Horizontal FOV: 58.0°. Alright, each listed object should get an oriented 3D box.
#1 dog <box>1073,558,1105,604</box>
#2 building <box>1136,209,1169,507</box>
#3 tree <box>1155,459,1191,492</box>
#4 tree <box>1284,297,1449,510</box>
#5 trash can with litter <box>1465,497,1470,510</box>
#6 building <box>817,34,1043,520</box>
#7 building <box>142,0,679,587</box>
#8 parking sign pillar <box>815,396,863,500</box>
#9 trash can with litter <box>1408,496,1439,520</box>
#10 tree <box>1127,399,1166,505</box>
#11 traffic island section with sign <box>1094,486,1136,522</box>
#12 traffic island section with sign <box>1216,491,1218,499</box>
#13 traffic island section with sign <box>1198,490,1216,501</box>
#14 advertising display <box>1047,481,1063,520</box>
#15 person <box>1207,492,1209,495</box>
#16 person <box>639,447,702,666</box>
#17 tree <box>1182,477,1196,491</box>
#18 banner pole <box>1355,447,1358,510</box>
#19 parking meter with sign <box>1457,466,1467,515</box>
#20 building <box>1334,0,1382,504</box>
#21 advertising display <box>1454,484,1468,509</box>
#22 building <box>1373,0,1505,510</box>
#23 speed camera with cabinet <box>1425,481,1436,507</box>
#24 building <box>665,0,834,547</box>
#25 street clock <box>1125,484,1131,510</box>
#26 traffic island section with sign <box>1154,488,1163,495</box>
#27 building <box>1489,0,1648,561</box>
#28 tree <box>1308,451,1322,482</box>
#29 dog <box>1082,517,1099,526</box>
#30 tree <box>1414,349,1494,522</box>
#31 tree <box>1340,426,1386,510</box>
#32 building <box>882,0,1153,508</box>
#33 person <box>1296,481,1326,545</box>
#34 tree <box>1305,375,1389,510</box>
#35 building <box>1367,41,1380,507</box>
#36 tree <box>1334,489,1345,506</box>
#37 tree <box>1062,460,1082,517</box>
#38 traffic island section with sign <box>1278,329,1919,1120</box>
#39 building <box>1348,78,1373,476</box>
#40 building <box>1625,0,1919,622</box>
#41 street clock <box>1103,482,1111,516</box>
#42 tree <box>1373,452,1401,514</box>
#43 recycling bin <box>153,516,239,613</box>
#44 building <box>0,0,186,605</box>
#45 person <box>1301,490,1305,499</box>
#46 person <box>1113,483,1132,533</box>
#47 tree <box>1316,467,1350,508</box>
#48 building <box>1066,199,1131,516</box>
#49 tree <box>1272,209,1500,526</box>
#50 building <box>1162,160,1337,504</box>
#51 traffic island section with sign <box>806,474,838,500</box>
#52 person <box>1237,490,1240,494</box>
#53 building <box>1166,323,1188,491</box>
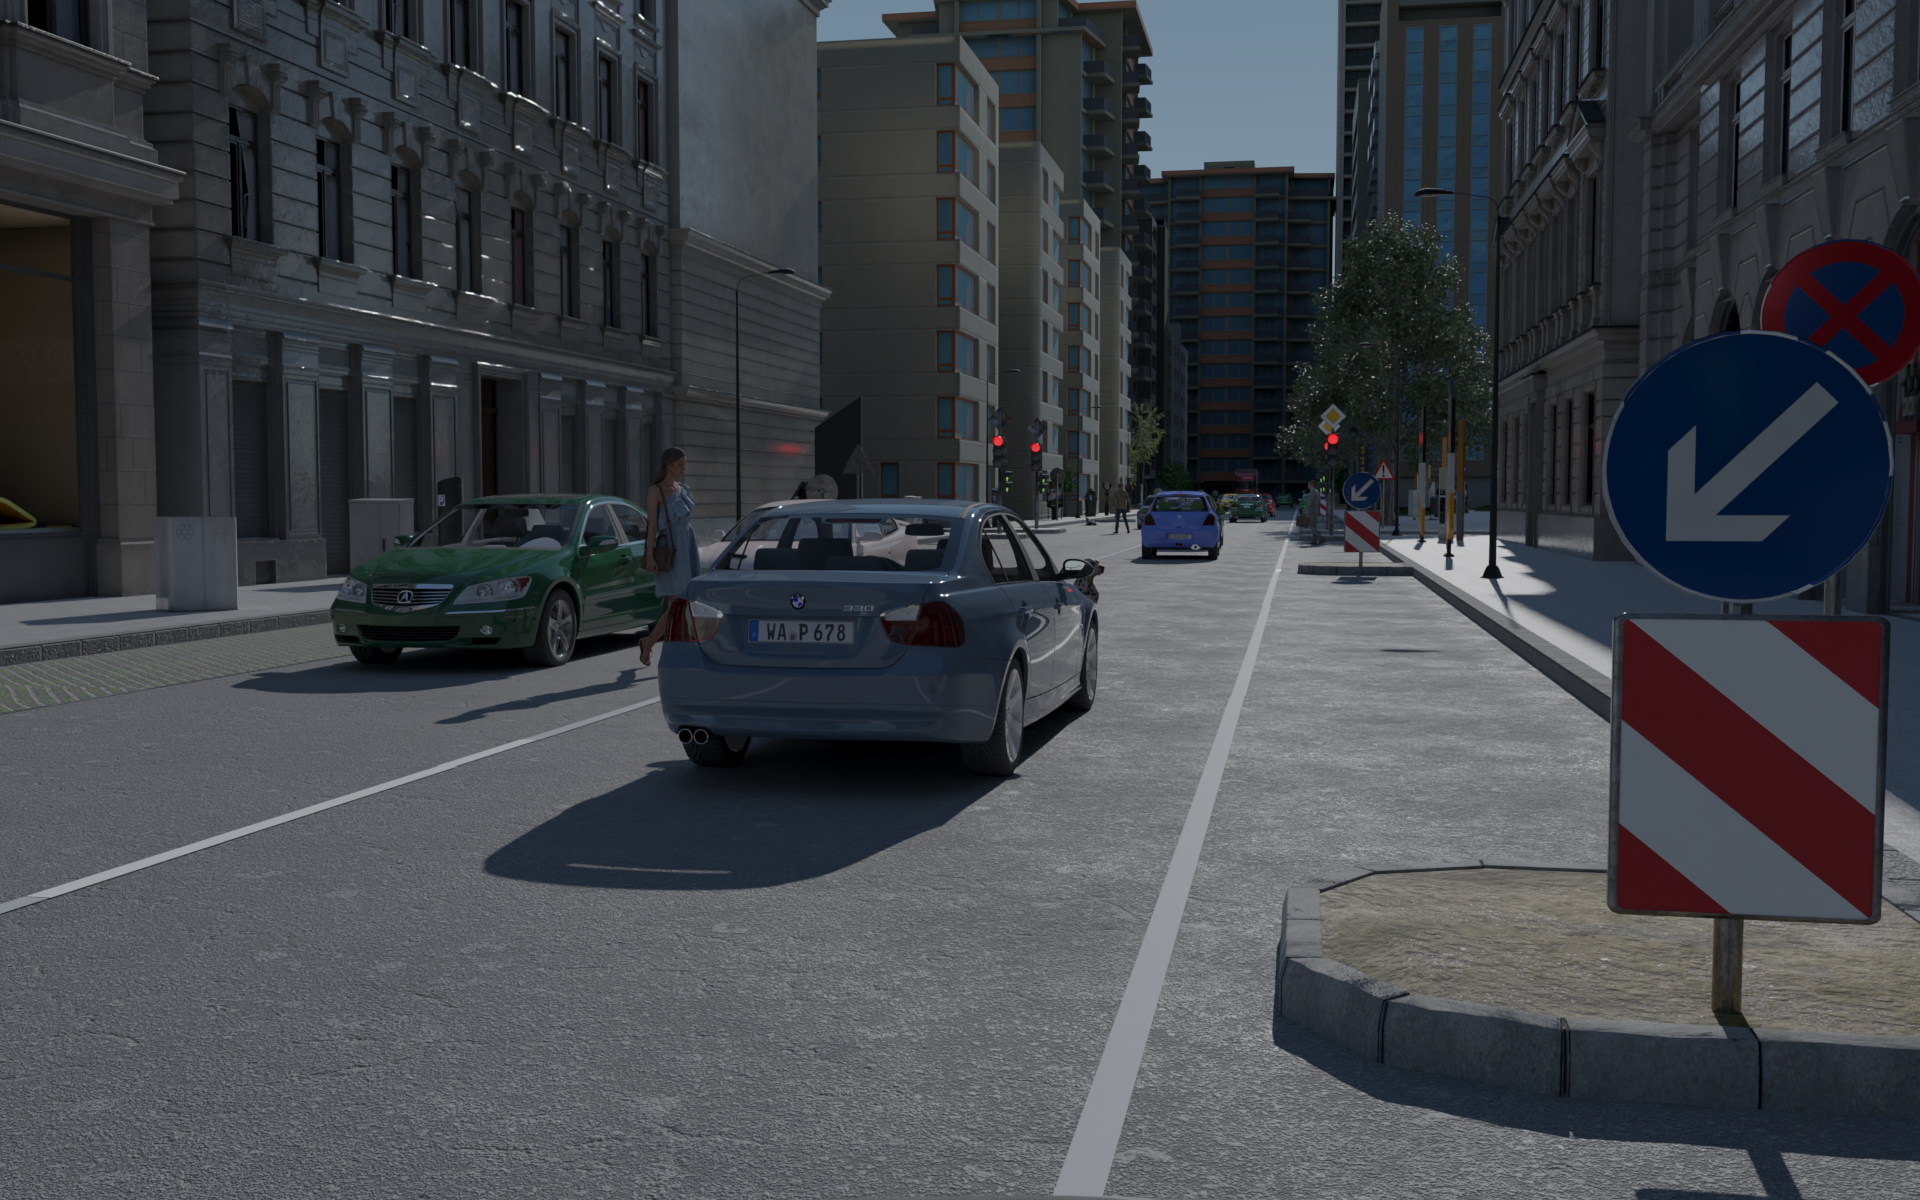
[{"bbox_3d":[1.179,-0.005,16.918,0.513,0.831,0.800,1,4,8],"label":"dog"},{"bbox_3d":[13.471,-24.691,175.396,14.160,30.474,14.107,1,4,11],"label":"building"},{"bbox_3d":[19.787,-10.815,160.538,4.285,4.588,4.351,0,3,0],"label":"tree"},{"bbox_3d":[23.512,-11.417,97.036,12.009,13.543,11.850,0,3,0],"label":"tree"},{"bbox_3d":[38.811,-7.424,132.766,0.624,1.170,1.055,1,4,8],"label":"trash can with litter"},{"bbox_3d":[-10.780,-14.509,82.262,27.650,21.520,28.899,1,4,11],"label":"building"},{"bbox_3d":[-12.976,-11.197,32.219,9.793,20.994,18.267,1,4,11],"label":"building"},{"bbox_3d":[-3.346,-3.627,47.767,1.447,3.967,1.447,0,4,0],"label":"parking sign pillar"},{"bbox_3d":[22.875,-4.512,84.832,2.233,1.210,1.678,0,4,-7],"label":"trash can with litter"},{"bbox_3d":[13.886,-11.245,134.223,4.360,8.622,3.978,0,3,0],"label":"tree"},{"bbox_3d":[7.924,-4.855,88.015,1.989,1.847,2.006,1,4,11],"label":"traffic island section with sign"},{"bbox_3d":[28.068,-11.097,190.059,1.989,1.847,2.006,1,4,11],"label":"traffic island section with sign"},{"bbox_3d":[22.860,-9.479,163.610,1.989,1.847,2.006,1,4,11],"label":"traffic island section with sign"},{"bbox_3d":[4.761,-4.994,86.869,0.974,1.923,0.123,3,5,42],"label":"advertising display"},{"bbox_3d":[31.194,-12.795,218.426,0.721,1.735,1.217,-1,4,-23],"label":"person"},{"bbox_3d":[-2.371,-0.332,14.018,0.778,1.811,0.616,2,4,35],"label":"person"},{"bbox_3d":[25.266,-11.908,189.289,1.663,3.219,1.824,0,3,0],"label":"tree"},{"bbox_3d":[19.332,-5.773,84.412,0.401,3.779,0.863,1,4,16],"label":"banner pole"},{"bbox_3d":[30.921,-6.766,106.891,0.543,3.016,1.738,1,4,18],"label":"parking meter with sign"},{"bbox_3d":[59.571,-48.198,226.285,20.611,71.187,20.563,1,4,11],"label":"building"},{"bbox_3d":[33.471,-6.770,115.897,0.974,1.923,0.123,2,4,34],"label":"advertising display"},{"bbox_3d":[42.314,-30.279,145.173,14.600,45.320,14.200,1,4,11],"label":"building"},{"bbox_3d":[34.218,-7.996,125.075,0.660,3.252,2.038,-1,4,-11],"label":"speed camera with cabinet"},{"bbox_3d":[-21.746,-14.119,49.935,34.723,24.649,14.460,1,4,11],"label":"building"},{"bbox_3d":[12.064,-7.328,124.377,0.471,2.002,0.358,0,4,-1],"label":"street clock"},{"bbox_3d":[13.176,-6.483,114.632,1.989,1.847,2.006,1,4,11],"label":"traffic island section with sign"},{"bbox_3d":[18.465,-10.755,40.473,10.561,19.102,19.286,1,4,11],"label":"building"},{"bbox_3d":[44.582,-15.920,210.646,4.737,8.622,4.395,0,3,0],"label":"tree"},{"bbox_3d":[5.862,-3.520,77.745,0.550,0.427,0.748,-2,4,-35],"label":"dog"},{"bbox_3d":[22.947,-7.922,79.888,4.737,8.622,4.395,0,3,0],"label":"tree"},{"bbox_3d":[25.091,-9.630,107.813,4.360,8.622,3.978,0,3,0],"label":"tree"},{"bbox_3d":[5.424,-30.585,154.683,22.147,44.769,28.867,1,4,11],"label":"building"},{"bbox_3d":[9.947,-2.463,48.896,0.853,1.813,0.709,2,4,24],"label":"person"},{"bbox_3d":[30.884,-12.828,135.495,9.928,11.665,9.643,0,3,0],"label":"tree"},{"bbox_3d":[50.700,-33.440,166.357,23.786,49.044,30.456,1,4,11],"label":"building"},{"bbox_3d":[41.351,-11.840,188.189,1.663,3.219,1.824,0,3,0],"label":"tree"},{"bbox_3d":[6.077,-6.236,96.559,1.663,3.219,1.824,0,3,0],"label":"tree"},{"bbox_3d":[1.941,0.223,4.976,1.989,1.847,2.006,1,4,11],"label":"traffic island section with sign"},{"bbox_3d":[54.501,-34.765,192.114,21.300,48.544,21.600,1,4,11],"label":"building"},{"bbox_3d":[15.739,-10.794,18.287,13.314,21.916,24.055,1,4,11],"label":"building"},{"bbox_3d":[8.678,-5.981,102.362,0.471,2.002,0.358,-2,4,-24],"label":"street clock"},{"bbox_3d":[19.320,-5.184,79.353,1.663,3.219,1.824,0,3,0],"label":"tree"},{"bbox_3d":[-8.470,-0.406,19.199,0.722,1.027,0.722,-3,4,-36],"label":"recycling bin"},{"bbox_3d":[-18.424,-9.317,3.245,10.553,20.767,40.483,1,4,11],"label":"building"},{"bbox_3d":[29.954,-8.691,151.143,0.434,1.755,0.990,2,4,27],"label":"person"},{"bbox_3d":[5.917,-3.345,63.102,0.656,1.842,0.836,-2,4,-35],"label":"person"},{"bbox_3d":[35.646,-11.135,165.769,4.285,4.588,4.351,0,3,0],"label":"tree"},{"bbox_3d":[-3.548,-16.718,118.377,27.650,21.520,28.899,1,4,11],"label":"building"},{"bbox_3d":[17.512,-9.355,69.956,9.611,12.733,9.660,0,3,0],"label":"tree"},{"bbox_3d":[35.055,-35.230,230.630,28.867,44.769,22.147,1,4,11],"label":"building"},{"bbox_3d":[-2.794,-1.537,33.763,1.989,1.847,2.006,1,4,11],"label":"traffic island section with sign"},{"bbox_3d":[28.192,-10.182,175.115,0.705,1.807,1.348,0,4,1],"label":"person"},{"bbox_3d":[10.810,-21.701,199.856,28.899,21.520,27.650,1,4,11],"label":"building"}]
